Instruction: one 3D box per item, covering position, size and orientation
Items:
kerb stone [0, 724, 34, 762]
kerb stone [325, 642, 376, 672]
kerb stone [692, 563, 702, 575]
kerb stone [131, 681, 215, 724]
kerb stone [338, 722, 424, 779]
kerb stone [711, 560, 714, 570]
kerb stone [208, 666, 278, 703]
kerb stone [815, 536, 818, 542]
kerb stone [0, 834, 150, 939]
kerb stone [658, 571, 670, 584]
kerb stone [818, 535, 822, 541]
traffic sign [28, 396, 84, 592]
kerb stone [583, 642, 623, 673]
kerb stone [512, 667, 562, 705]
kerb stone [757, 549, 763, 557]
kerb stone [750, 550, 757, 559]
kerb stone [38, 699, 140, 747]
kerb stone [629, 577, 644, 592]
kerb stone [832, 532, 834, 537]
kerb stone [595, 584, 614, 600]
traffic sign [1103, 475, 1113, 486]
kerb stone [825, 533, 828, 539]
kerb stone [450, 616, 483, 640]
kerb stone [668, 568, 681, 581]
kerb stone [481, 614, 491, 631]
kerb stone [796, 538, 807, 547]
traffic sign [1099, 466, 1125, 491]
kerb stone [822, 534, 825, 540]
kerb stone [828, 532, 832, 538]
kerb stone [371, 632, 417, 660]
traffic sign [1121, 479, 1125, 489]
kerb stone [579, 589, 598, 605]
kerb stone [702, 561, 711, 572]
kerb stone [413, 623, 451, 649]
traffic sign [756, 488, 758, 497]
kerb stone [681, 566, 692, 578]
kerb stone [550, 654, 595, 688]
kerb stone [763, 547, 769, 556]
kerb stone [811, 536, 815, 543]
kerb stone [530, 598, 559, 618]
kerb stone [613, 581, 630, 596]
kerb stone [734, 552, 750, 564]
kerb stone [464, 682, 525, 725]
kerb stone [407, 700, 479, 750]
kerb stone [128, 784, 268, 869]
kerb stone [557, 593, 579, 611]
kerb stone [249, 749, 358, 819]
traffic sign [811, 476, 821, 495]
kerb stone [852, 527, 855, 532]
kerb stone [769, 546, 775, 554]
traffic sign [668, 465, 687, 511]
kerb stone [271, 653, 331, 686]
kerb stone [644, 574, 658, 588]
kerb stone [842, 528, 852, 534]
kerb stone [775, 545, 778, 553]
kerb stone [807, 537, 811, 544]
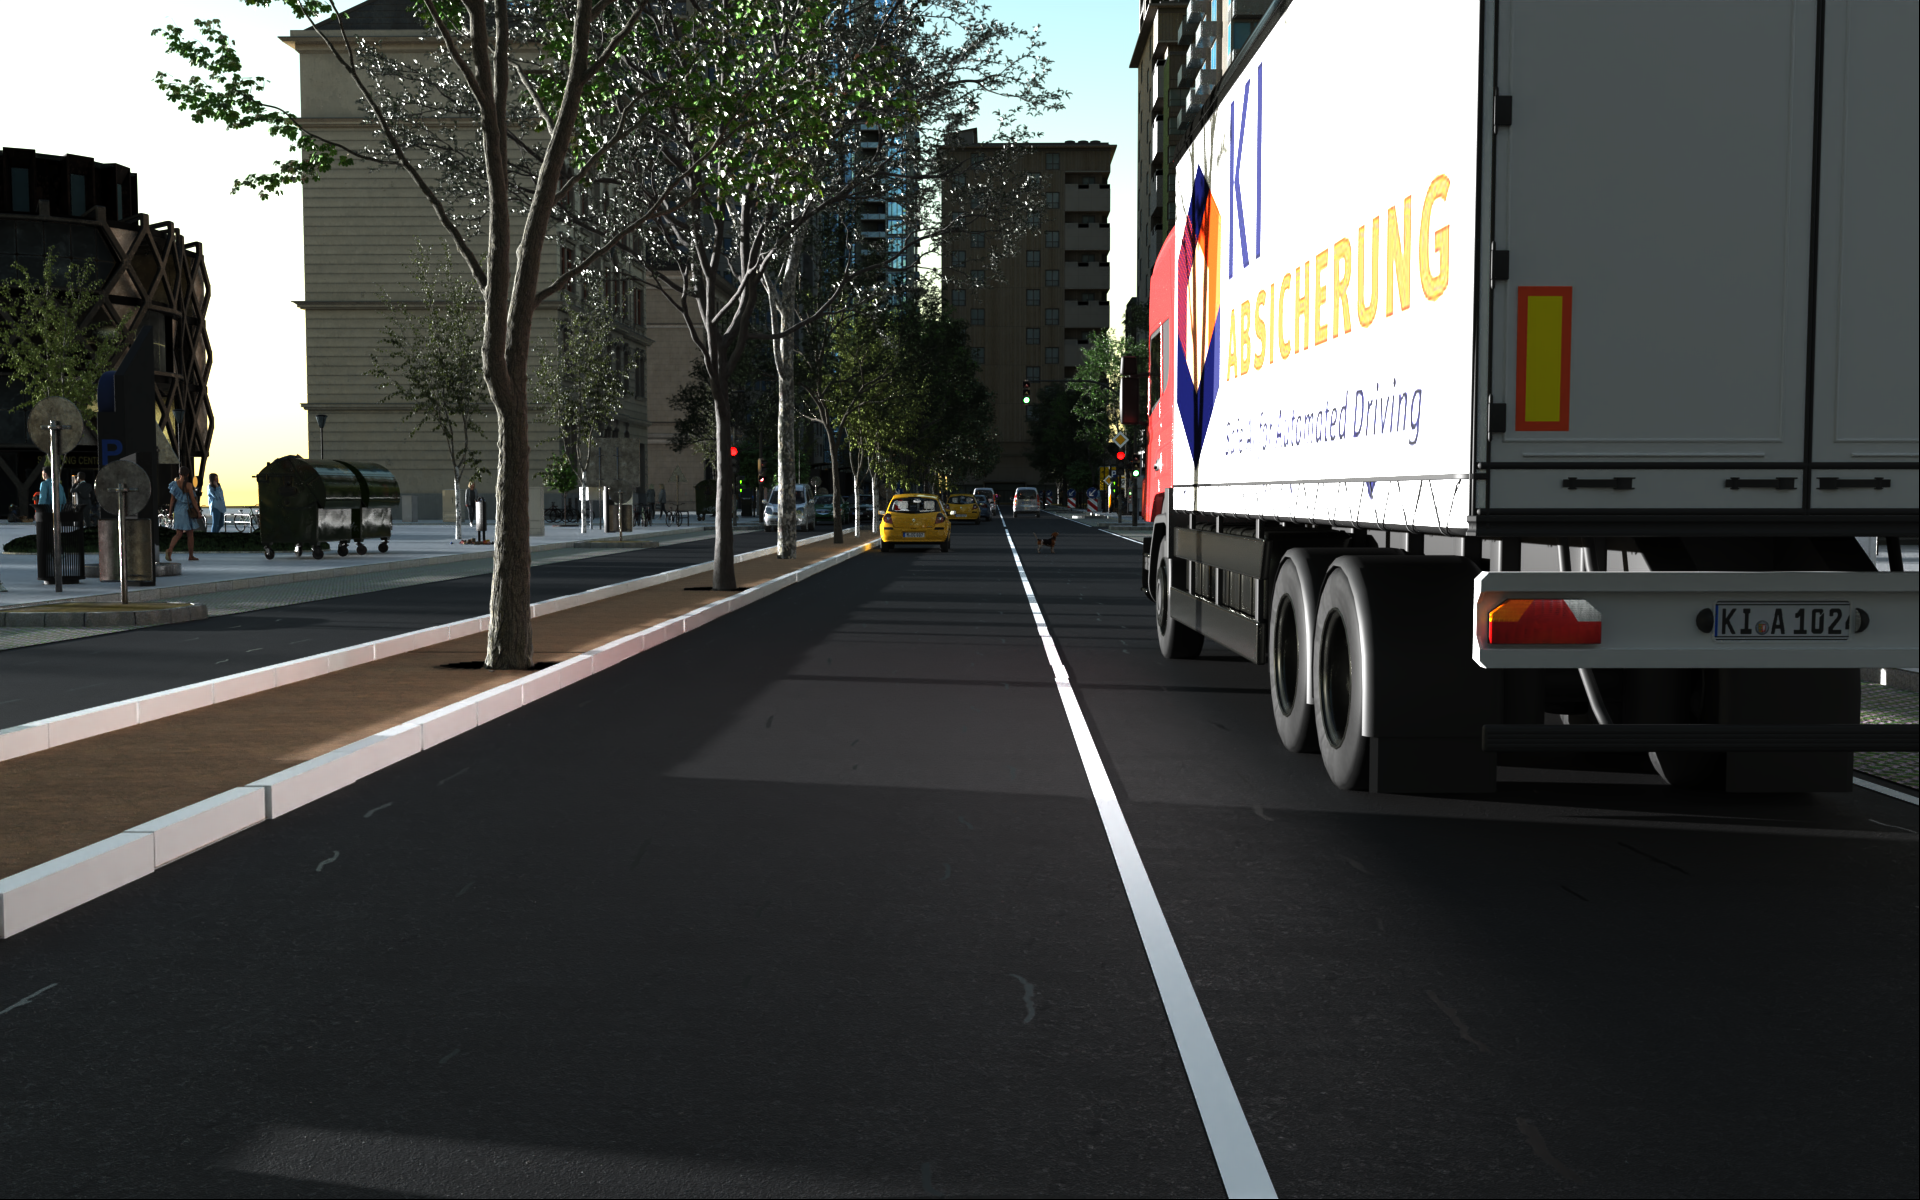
[{"bbox_3d":[-5.165,0.796,9.181,0.120,0.150,1.000,0,4,1],"label":"kerb stone"},{"bbox_3d":[-5.077,0.484,14.296,0.120,0.150,1.000,0,4,1],"label":"kerb stone"},{"bbox_3d":[-4.762,-0.520,30.691,0.120,0.150,1.000,0,4,1],"label":"kerb stone"},{"bbox_3d":[-5.131,0.671,11.227,0.120,0.150,1.000,0,4,1],"label":"kerb stone"},{"bbox_3d":[-3.073,0.801,9.151,0.120,0.150,1.000,0,4,1],"label":"kerb stone"},{"bbox_3d":[-4.720,-0.645,32.741,0.120,0.150,1.000,0,4,1],"label":"kerb stone"},{"bbox_3d":[-5.109,0.608,12.249,0.120,0.150,1.000,0,4,1],"label":"kerb stone"},{"bbox_3d":[-4.373,-1.771,51.184,0.120,0.150,1.000,0,4,1],"label":"kerb stone"},{"bbox_3d":[-3.127,0.988,6.072,0.120,0.150,1.000,0,4,1],"label":"kerb stone"},{"bbox_3d":[-4.824,-0.323,27.619,0.120,0.150,1.000,0,4,1],"label":"kerb stone"},{"bbox_3d":[-4.352,-1.836,52.214,0.120,0.150,1.000,0,4,1],"label":"kerb stone"},{"bbox_3d":[-11.792,-1.375,22.588,0.768,2.556,0.104,0,4,6],"label":"traffic sign"},{"bbox_3d":[-2.968,0.485,14.268,0.120,0.150,1.000,0,4,1],"label":"kerb stone"},{"bbox_3d":[-3.009,0.614,12.223,0.120,0.150,1.000,0,4,1],"label":"kerb stone"},{"bbox_3d":[-4.602,-1.021,38.883,0.120,0.150,1.000,0,4,1],"label":"kerb stone"},{"bbox_3d":[-4.624,-0.957,37.859,0.120,0.150,1.000,0,4,1],"label":"kerb stone"},{"bbox_3d":[-5.154,0.734,10.203,0.120,0.150,1.000,0,4,1],"label":"kerb stone"},{"bbox_3d":[-4.860,-0.206,25.569,0.120,0.150,1.000,0,4,1],"label":"kerb stone"},{"bbox_3d":[-4.274,-2.083,56.303,0.120,0.150,1.000,0,4,1],"label":"kerb stone"},{"bbox_3d":[-4.899,-0.081,23.526,0.120,0.150,1.000,0,4,1],"label":"kerb stone"},{"bbox_3d":[10.038,-7.143,116.518,0.795,2.593,0.064,0,4,2],"label":"traffic sign"},{"bbox_3d":[-4.308,-1.951,54.258,0.120,0.150,1.000,0,4,1],"label":"kerb stone"},{"bbox_3d":[-5.018,0.298,17.368,0.120,0.150,1.000,0,4,1],"label":"kerb stone"},{"bbox_3d":[-4.799,-0.394,28.642,0.120,0.150,1.000,0,4,1],"label":"kerb stone"},{"bbox_3d":[-4.995,0.236,18.392,0.120,0.150,1.000,0,4,1],"label":"kerb stone"},{"bbox_3d":[-4.431,-1.581,48.104,0.120,0.150,1.000,0,4,1],"label":"kerb stone"},{"bbox_3d":[11.372,-8.160,127.287,2.265,3.308,0.079,0,4,3],"label":"traffic sign"},{"bbox_3d":[-4.328,-1.897,53.236,0.120,0.150,1.000,0,4,1],"label":"kerb stone"},{"bbox_3d":[-4.287,-2.020,55.280,0.120,0.150,1.000,0,4,1],"label":"kerb stone"},{"bbox_3d":[-5.057,0.420,15.325,0.120,0.150,1.000,0,4,1],"label":"kerb stone"},{"bbox_3d":[10.804,-6.862,114.330,0.606,2.300,0.079,0,4,4],"label":"traffic sign"},{"bbox_3d":[-4.914,-0.012,22.505,0.120,0.150,1.000,0,4,1],"label":"kerb stone"},{"bbox_3d":[-4.743,-0.580,31.719,0.120,0.150,1.000,0,4,1],"label":"kerb stone"},{"bbox_3d":[-5.042,0.358,16.346,0.120,0.150,1.000,0,4,1],"label":"kerb stone"},{"bbox_3d":[-12.748,-6.649,108.818,0.768,2.556,0.104,1,4,9],"label":"traffic sign"},{"bbox_3d":[-4.780,-0.456,29.669,0.120,0.150,1.000,0,4,1],"label":"kerb stone"},{"bbox_3d":[-2.990,0.551,13.245,0.120,0.150,1.000,0,4,1],"label":"kerb stone"},{"bbox_3d":[-4.590,-1.083,39.907,0.120,0.150,1.000,0,4,1],"label":"kerb stone"},{"bbox_3d":[-4.389,-1.710,50.158,0.120,0.150,1.000,0,4,1],"label":"kerb stone"},{"bbox_3d":[-4.952,0.107,20.456,0.120,0.150,1.000,0,4,1],"label":"kerb stone"},{"bbox_3d":[-4.880,-0.144,24.548,0.120,0.150,1.000,0,4,1],"label":"kerb stone"},{"bbox_3d":[-4.641,-0.896,36.837,0.120,0.150,1.000,0,4,1],"label":"kerb stone"},{"bbox_3d":[-3.027,0.673,11.194,0.120,0.150,1.000,0,4,1],"label":"kerb stone"},{"bbox_3d":[-3.048,0.735,10.172,0.120,0.150,1.000,0,4,1],"label":"kerb stone"},{"bbox_3d":[-3.120,0.926,7.101,0.120,0.150,1.000,0,4,1],"label":"kerb stone"},{"bbox_3d":[-4.935,0.044,21.482,0.120,0.150,1.000,0,4,1],"label":"kerb stone"},{"bbox_3d":[-3.080,0.861,8.124,0.120,0.150,1.000,0,4,1],"label":"kerb stone"},{"bbox_3d":[-10.190,-7.492,122.608,0.768,2.556,0.104,0,4,4],"label":"traffic sign"},{"bbox_3d":[-4.121,-2.587,64.496,0.120,0.150,1.000,0,4,1],"label":"kerb stone"},{"bbox_3d":[-4.559,-1.146,40.928,0.120,0.150,1.000,0,4,1],"label":"kerb stone"},{"bbox_3d":[-12.641,-4.743,77.545,0.884,2.594,0.081,0,4,6],"label":"traffic sign"},{"bbox_3d":[-5.091,0.546,13.271,0.120,0.150,1.000,0,4,1],"label":"kerb stone"},{"bbox_3d":[-4.840,-0.269,26.591,0.120,0.150,1.000,0,4,1],"label":"kerb stone"},{"bbox_3d":[-4.133,-2.521,63.470,0.120,0.150,1.000,0,4,1],"label":"kerb stone"},{"bbox_3d":[-4.542,-1.208,41.950,0.120,0.150,1.000,0,4,1],"label":"kerb stone"},{"bbox_3d":[-4.400,-1.647,49.127,0.120,0.150,1.000,0,4,1],"label":"kerb stone"}]
